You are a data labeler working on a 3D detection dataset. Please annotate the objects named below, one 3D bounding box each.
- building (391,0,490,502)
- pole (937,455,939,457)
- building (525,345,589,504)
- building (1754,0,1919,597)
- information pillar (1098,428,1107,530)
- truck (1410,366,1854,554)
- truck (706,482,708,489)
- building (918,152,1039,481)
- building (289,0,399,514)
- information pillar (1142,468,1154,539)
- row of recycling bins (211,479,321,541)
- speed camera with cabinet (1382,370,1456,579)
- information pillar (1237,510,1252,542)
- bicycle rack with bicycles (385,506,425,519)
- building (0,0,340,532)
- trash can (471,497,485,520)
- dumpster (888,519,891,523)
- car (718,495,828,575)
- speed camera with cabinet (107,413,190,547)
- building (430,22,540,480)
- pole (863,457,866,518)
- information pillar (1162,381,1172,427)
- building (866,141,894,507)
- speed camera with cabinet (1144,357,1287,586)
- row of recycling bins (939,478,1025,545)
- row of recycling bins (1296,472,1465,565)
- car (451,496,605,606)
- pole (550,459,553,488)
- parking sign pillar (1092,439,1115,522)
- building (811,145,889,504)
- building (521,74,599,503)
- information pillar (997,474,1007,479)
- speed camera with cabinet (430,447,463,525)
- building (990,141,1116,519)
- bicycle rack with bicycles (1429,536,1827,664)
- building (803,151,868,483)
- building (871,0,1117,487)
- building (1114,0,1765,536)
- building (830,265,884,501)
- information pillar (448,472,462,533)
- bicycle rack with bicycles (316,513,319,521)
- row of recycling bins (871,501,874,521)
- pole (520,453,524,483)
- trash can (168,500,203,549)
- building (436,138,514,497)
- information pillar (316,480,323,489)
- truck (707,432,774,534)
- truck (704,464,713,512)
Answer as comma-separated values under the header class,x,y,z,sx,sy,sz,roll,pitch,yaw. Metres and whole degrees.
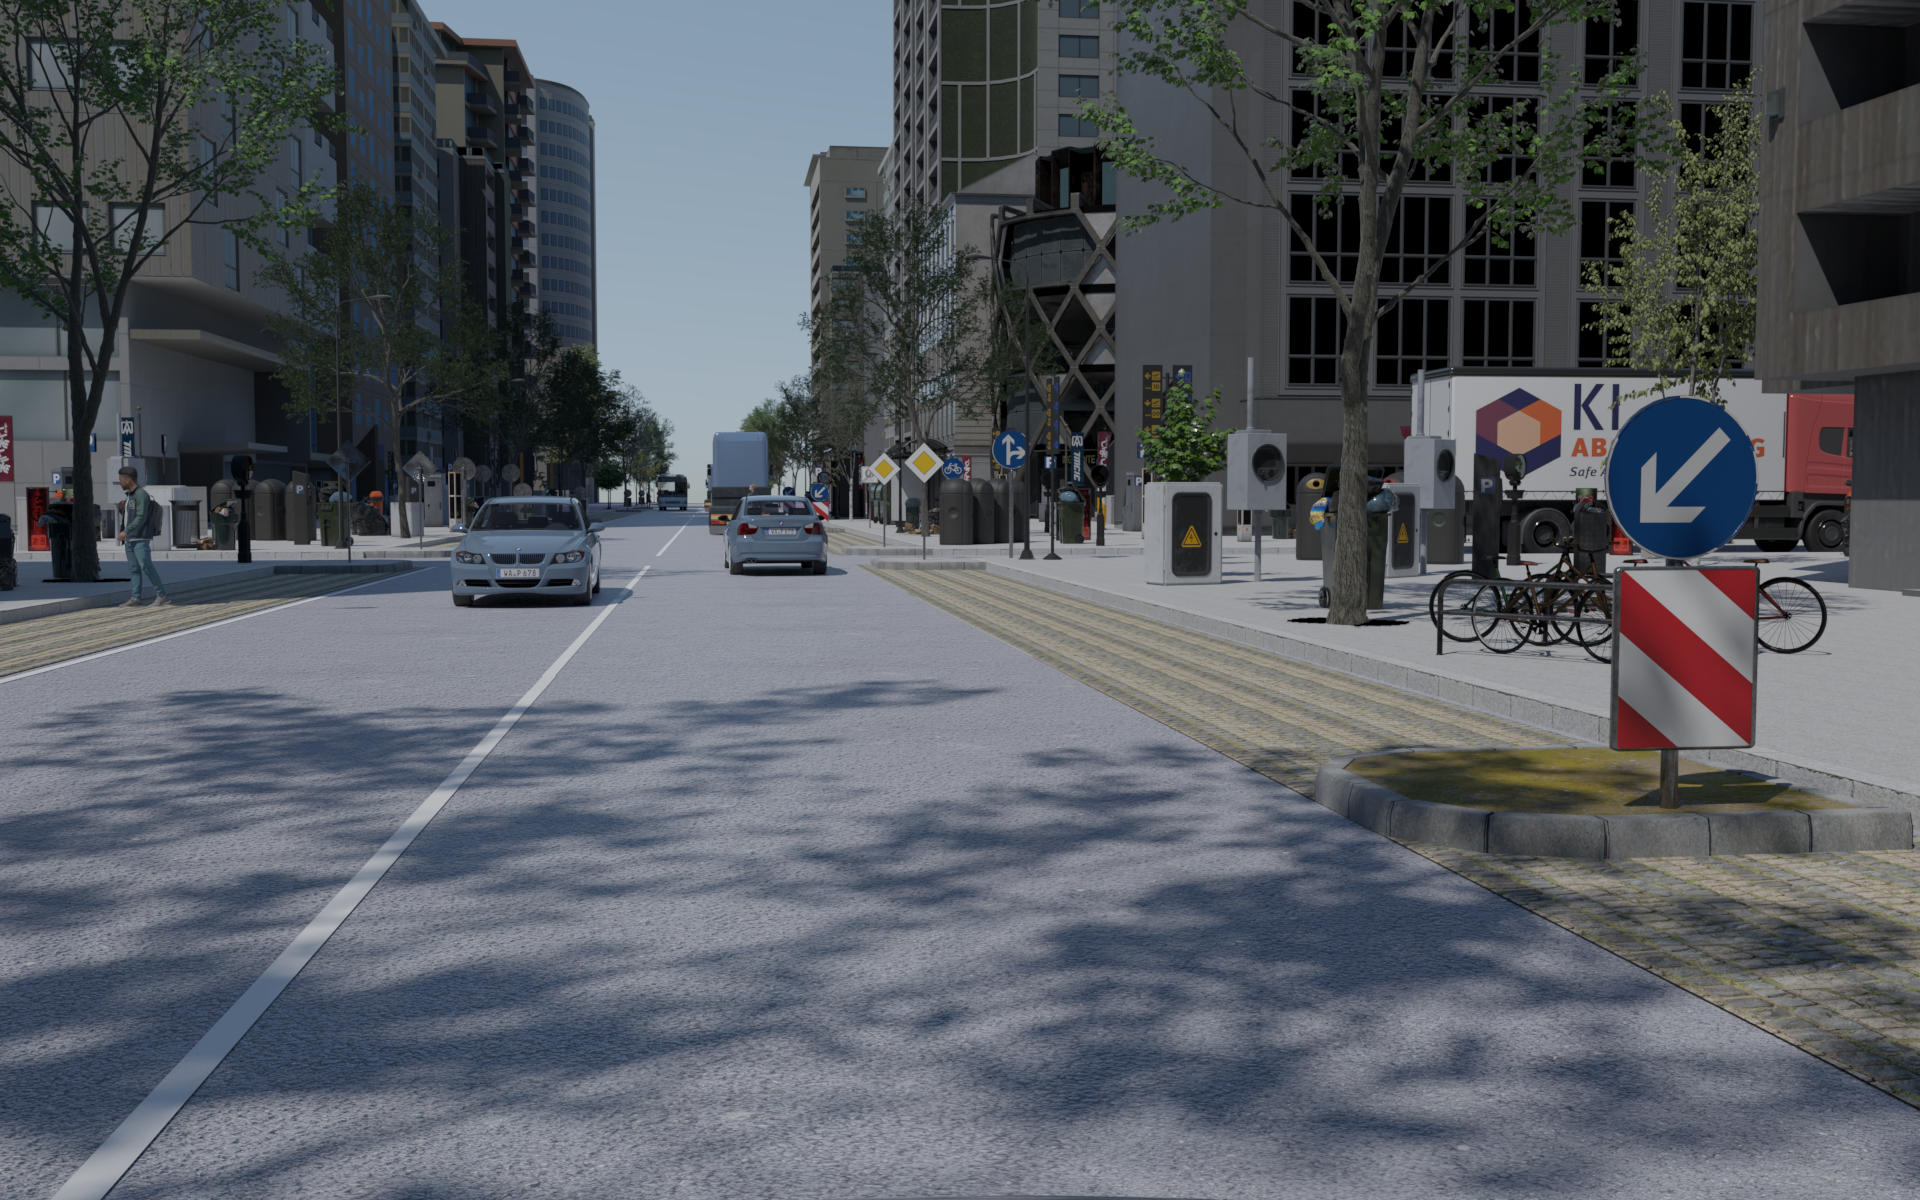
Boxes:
class,x,y,z,sx,sy,sz,roll,pitch,yaw
building,-50.446,-26.328,122.343,32.217,40.220,23.993,0,4,-8
pole,-1.006,-5.284,80.241,0.158,3.312,0.155,0,3,0
building,-61.564,-22.712,216.381,27.650,21.520,28.899,0,4,-8
building,17.863,-15.227,20.665,14.160,30.474,14.107,0,4,-8
information pillar,5.074,-4.316,61.919,0.183,3.616,0.504,-2,4,-25
truck,16.179,-3.113,39.817,11.283,4.237,2.839,0,4,-6
truck,-29.840,-13.463,216.047,3.469,3.379,9.791,-1,4,-9
building,3.036,-15.905,109.203,9.793,20.994,18.267,0,4,-8
building,-40.534,-27.407,98.215,14.600,45.320,14.200,0,4,-8
information pillar,5.323,-2.726,49.056,0.304,2.012,0.304,1,4,16
row of recycling bins,-19.299,-2.497,47.940,3.534,1.692,1.069,2,4,24
speed camera with cabinet,6.982,-1.999,27.027,2.038,3.252,0.660,-3,5,-45
information pillar,7.633,-2.564,46.416,0.304,2.012,0.304,-1,4,-17
bicycle rack with bicycles,-27.923,-4.538,87.584,2.925,0.926,2.852,-1,4,-12
building,-41.234,-29.331,68.807,28.713,52.752,27.495,0,4,-8
trash can,-20.928,-3.874,74.989,0.748,1.137,0.748,0,3,0
dumpster,-2.825,-4.570,77.219,1.502,2.255,1.985,0,4,-8
car,-3.460,-1.230,32.117,2.014,1.417,4.499,-1,4,-10
speed camera with cabinet,-19.856,-2.939,42.387,2.038,3.252,0.660,1,4,19
building,-51.987,-31.136,163.697,22.147,44.769,28.867,0,4,-8
pole,-5.225,-6.133,94.115,0.158,3.312,0.155,0,3,0
information pillar,4.064,-2.555,33.124,0.183,3.616,0.504,-3,4,-36
building,5.144,-29.542,174.885,32.217,40.220,23.993,0,4,-8
speed camera with cabinet,3.657,-1.859,24.723,2.038,3.252,0.660,-2,4,-23
row of recycling bins,0.662,-2.305,44.795,1.069,1.692,3.534,2,4,32
row of recycling bins,7.916,-1.569,32.769,1.069,1.692,3.534,-3,5,-45
car,-5.866,-0.717,23.734,2.014,1.417,4.499,-1,4,-9
pole,-23.404,-6.453,99.343,0.158,3.312,0.155,0,3,0
parking sign pillar,6.870,-5.648,80.812,1.447,3.967,1.447,3,5,43
building,-9.146,-37.570,237.972,21.300,48.544,21.600,0,4,-8
building,-62.743,-42.928,243.873,21.231,58.520,28.212,0,4,-8
information pillar,1.568,-3.677,64.617,0.304,2.012,0.304,-1,4,-13
speed camera with cabinet,-21.488,-4.766,72.258,2.038,3.252,0.660,3,5,42
building,9.831,-13.733,91.987,16.820,18.784,16.811,0,4,-8
bicycle rack with bicycles,5.050,-0.036,13.972,2.852,0.926,2.925,-3,5,-43
building,-8.512,-41.189,262.681,28.713,52.752,27.495,0,4,-8
building,3.216,-43.547,150.249,20.563,71.187,20.611,0,4,-8
building,18.533,-16.230,58.872,24.014,27.812,14.314,0,4,-8
building,-9.633,-27.425,220.098,14.160,30.474,14.107,0,4,-8
information pillar,-16.855,-3.264,57.853,0.304,2.012,0.304,2,4,29
bicycle rack with bicycles,-24.001,-2.934,61.358,2.852,0.926,2.925,0,4,8
row of recycling bins,-2.714,-4.732,84.475,3.534,1.692,1.069,-1,4,-20
pole,-21.747,-5.635,85.982,0.158,3.312,0.155,0,3,0
trash can,-18.251,-1.785,40.837,0.748,1.137,0.748,0,3,0
building,-44.921,-22.717,143.122,14.160,30.474,14.107,0,4,-8
information pillar,-34.211,-5.387,92.573,0.304,2.012,0.304,0,4,-4
truck,-8.742,-4.867,69.335,2.967,4.110,18.799,0,4,-8
truck,-20.587,-9.738,148.970,2.967,4.110,18.799,0,4,-7
